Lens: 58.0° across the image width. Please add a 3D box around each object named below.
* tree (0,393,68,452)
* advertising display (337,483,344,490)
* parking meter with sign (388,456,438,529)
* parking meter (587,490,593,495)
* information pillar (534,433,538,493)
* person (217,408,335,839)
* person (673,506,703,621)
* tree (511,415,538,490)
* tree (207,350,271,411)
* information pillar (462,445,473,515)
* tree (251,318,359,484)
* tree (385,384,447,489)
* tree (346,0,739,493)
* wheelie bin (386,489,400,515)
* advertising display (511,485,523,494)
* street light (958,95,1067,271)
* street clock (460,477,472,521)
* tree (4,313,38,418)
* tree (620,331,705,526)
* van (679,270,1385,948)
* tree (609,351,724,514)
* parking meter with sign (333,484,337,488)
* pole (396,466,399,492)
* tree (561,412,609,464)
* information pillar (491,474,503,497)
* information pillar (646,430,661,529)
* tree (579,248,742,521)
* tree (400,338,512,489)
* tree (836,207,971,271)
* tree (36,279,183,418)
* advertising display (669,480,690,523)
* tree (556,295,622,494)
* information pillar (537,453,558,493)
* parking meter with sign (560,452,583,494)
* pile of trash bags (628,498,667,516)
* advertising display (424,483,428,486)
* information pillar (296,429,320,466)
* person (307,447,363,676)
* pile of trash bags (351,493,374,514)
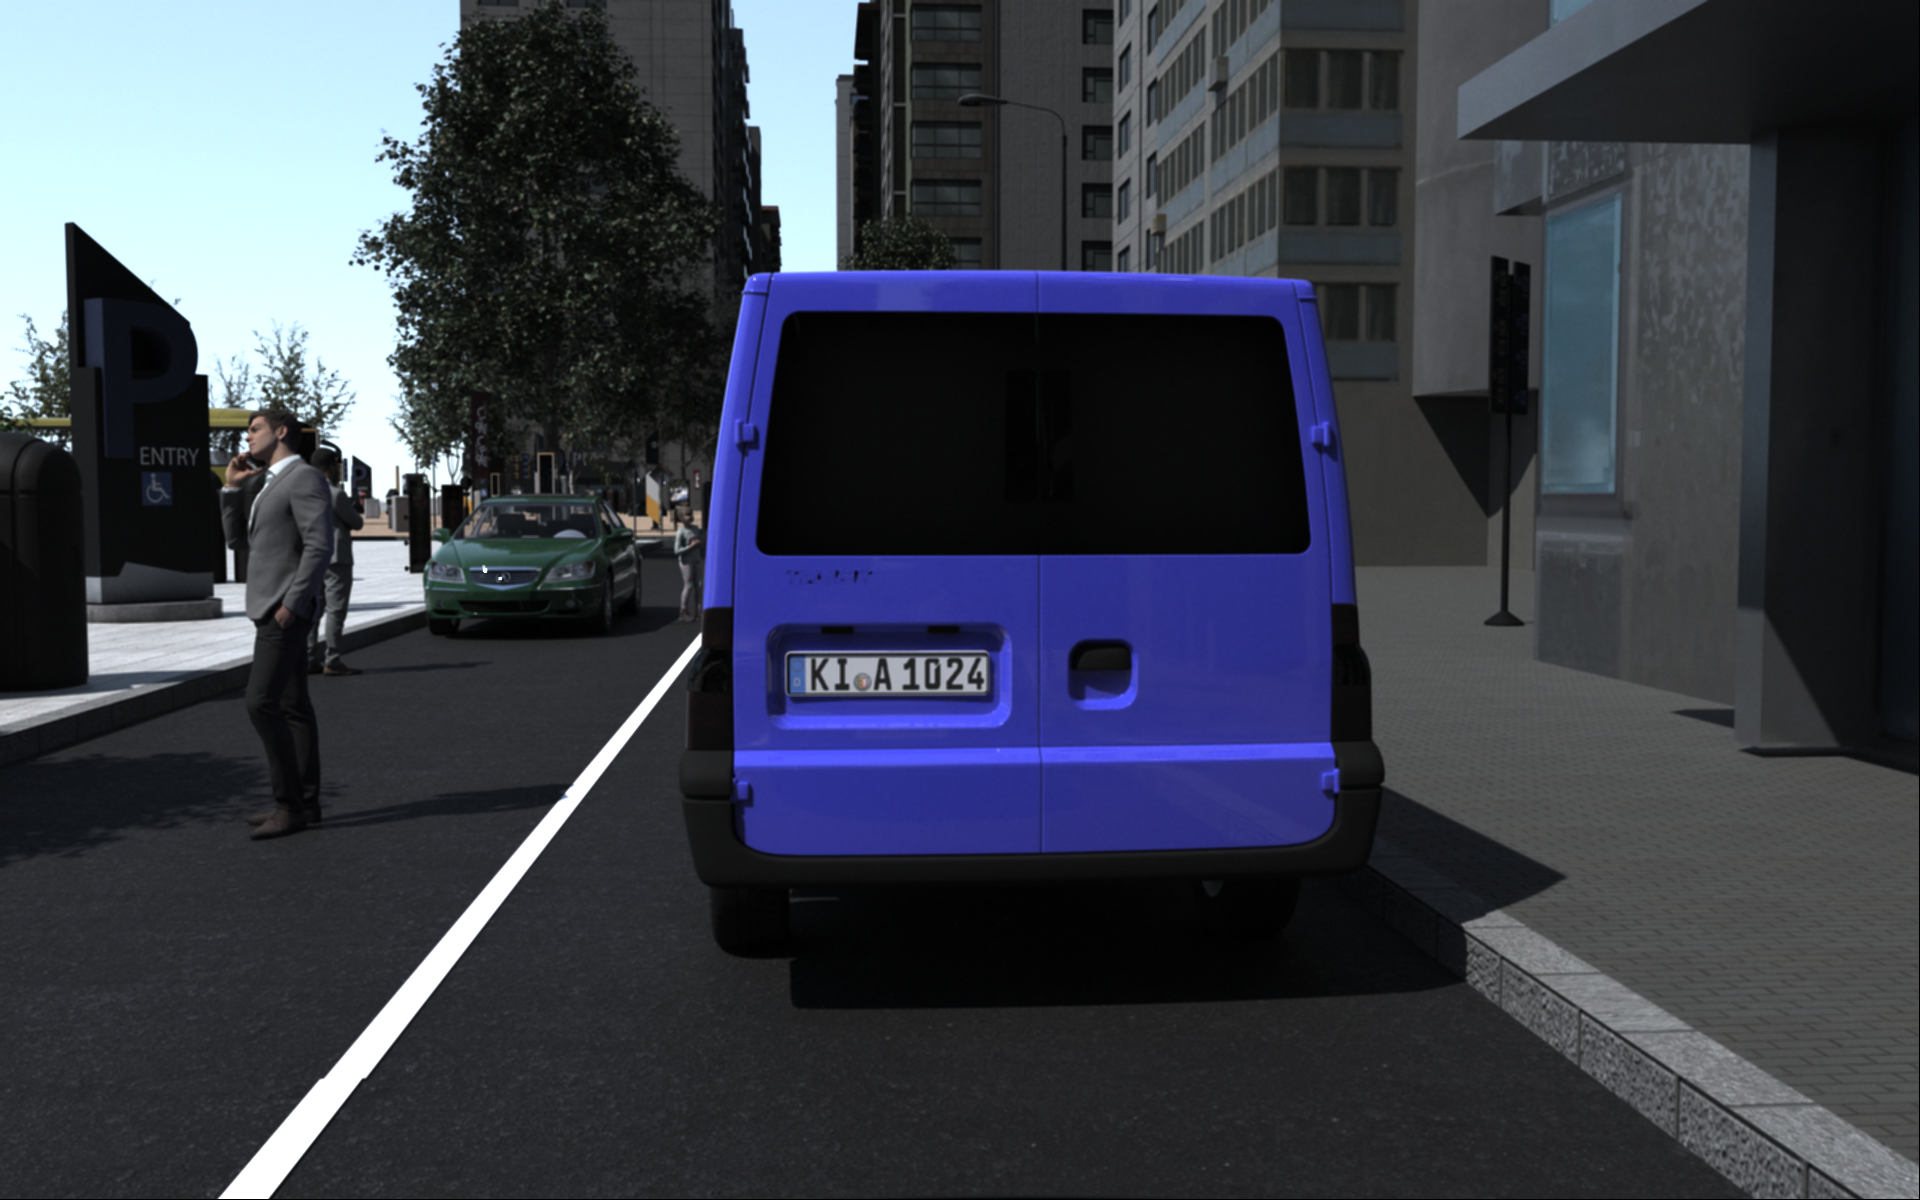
[{"bbox_3d":[-18.367,-2.365,33.271,1.663,3.219,1.824,0,3,0],"label":"tree"},{"bbox_3d":[-37.693,-6.120,105.283,0.974,1.923,0.123,3,5,45],"label":"advertising display"},{"bbox_3d":[-20.284,-4.154,64.173,1.738,3.016,0.543,-3,4,-39],"label":"parking meter with sign"},{"bbox_3d":[-24.943,-6.624,116.717,0.372,1.533,0.369,0,3,0],"label":"parking meter"},{"bbox_3d":[-16.107,-4.561,65.923,0.183,3.616,0.504,0,4,-7],"label":"information pillar"},{"bbox_3d":[-2.921,0.077,7.415,0.473,1.802,0.592,-1,4,-19],"label":"person"},{"bbox_3d":[-3.023,-0.416,19.588,0.394,1.301,0.425,1,4,20],"label":"person"},{"bbox_3d":[-27.622,-9.436,104.641,4.360,8.622,3.978,0,3,0],"label":"tree"},{"bbox_3d":[-37.197,-8.415,87.941,4.360,8.622,3.978,0,3,0],"label":"tree"},{"bbox_3d":[-23.304,-5.543,81.980,0.504,3.616,0.183,1,4,17],"label":"information pillar"},{"bbox_3d":[-27.702,-7.475,72.575,4.737,8.622,4.395,0,3,0],"label":"tree"},{"bbox_3d":[-33.947,-9.718,109.254,4.737,8.622,4.395,0,3,0],"label":"tree"},{"bbox_3d":[-9.348,-7.491,39.488,9.611,12.733,9.660,0,3,0],"label":"tree"},{"bbox_3d":[-34.644,-5.991,105.853,0.980,1.594,0.693,2,4,31],"label":"wheelie bin"},{"bbox_3d":[-30.828,-7.058,120.618,0.974,1.923,0.123,2,4,25],"label":"advertising display"},{"bbox_3d":[0.681,-2.925,20.359,1.470,5.913,1.316,0,4,-5],"label":"street light"},{"bbox_3d":[-20.386,-4.097,71.549,0.471,2.002,0.358,-2,4,-27],"label":"street clock"},{"bbox_3d":[-36.161,-7.469,72.473,4.737,8.622,4.395,0,3,0],"label":"tree"},{"bbox_3d":[-12.160,-7.251,68.921,4.360,8.622,3.978,0,3,0],"label":"tree"},{"bbox_3d":[-0.027,-0.172,7.193,2.240,2.365,5.245,0,4,-5],"label":"van"},{"bbox_3d":[-14.171,-10.123,99.917,8.767,10.594,7.601,2,4,26],"label":"tree"},{"bbox_3d":[-35.426,-6.199,97.606,0.543,3.016,1.738,1,4,11],"label":"parking meter with sign"},{"bbox_3d":[-40.130,-7.937,123.607,0.158,3.312,0.155,0,3,0],"label":"pole"},{"bbox_3d":[-21.928,-10.894,112.529,8.767,10.594,7.601,0,4,-2],"label":"tree"},{"bbox_3d":[-16.602,-3.524,62.115,0.304,2.012,0.304,1,4,9],"label":"information pillar"},{"bbox_3d":[-11.147,-4.375,62.882,0.504,3.616,0.183,0,4,2],"label":"information pillar"},{"bbox_3d":[-13.314,-10.601,83.692,12.009,13.543,11.850,0,3,0],"label":"tree"},{"bbox_3d":[-22.022,-7.623,74.995,4.360,8.622,3.978,0,3,0],"label":"tree"},{"bbox_3d":[-2.166,-9.326,69.490,9.611,12.733,9.660,0,3,0],"label":"tree"},{"bbox_3d":[-28.427,-6.656,59.181,4.737,8.622,4.395,0,3,0],"label":"tree"},{"bbox_3d":[-12.603,-4.442,77.837,0.974,1.923,0.123,1,4,19],"label":"advertising display"},{"bbox_3d":[-12.996,-6.584,58.014,4.737,8.622,4.395,0,3,0],"label":"tree"},{"bbox_3d":[-7.358,-1.619,30.969,0.304,2.012,0.304,0,4,0],"label":"information pillar"},{"bbox_3d":[-16.282,-4.619,71.775,0.543,3.016,1.738,-3,5,-40],"label":"parking meter with sign"},{"bbox_3d":[-17.471,-5.545,100.412,3.447,1.369,1.912,-1,4,-19],"label":"pile of trash bags"},{"bbox_3d":[-30.436,-5.642,97.464,0.974,1.923,0.123,-1,4,-15],"label":"advertising display"},{"bbox_3d":[-7.394,-0.925,19.612,0.304,2.012,0.304,-1,4,-20],"label":"information pillar"},{"bbox_3d":[-4.979,-0.313,13.796,0.511,1.800,0.466,1,4,19],"label":"person"},{"bbox_3d":[-39.168,-6.356,113.669,1.912,1.369,3.447,-1,4,-20],"label":"pile of trash bags"}]
